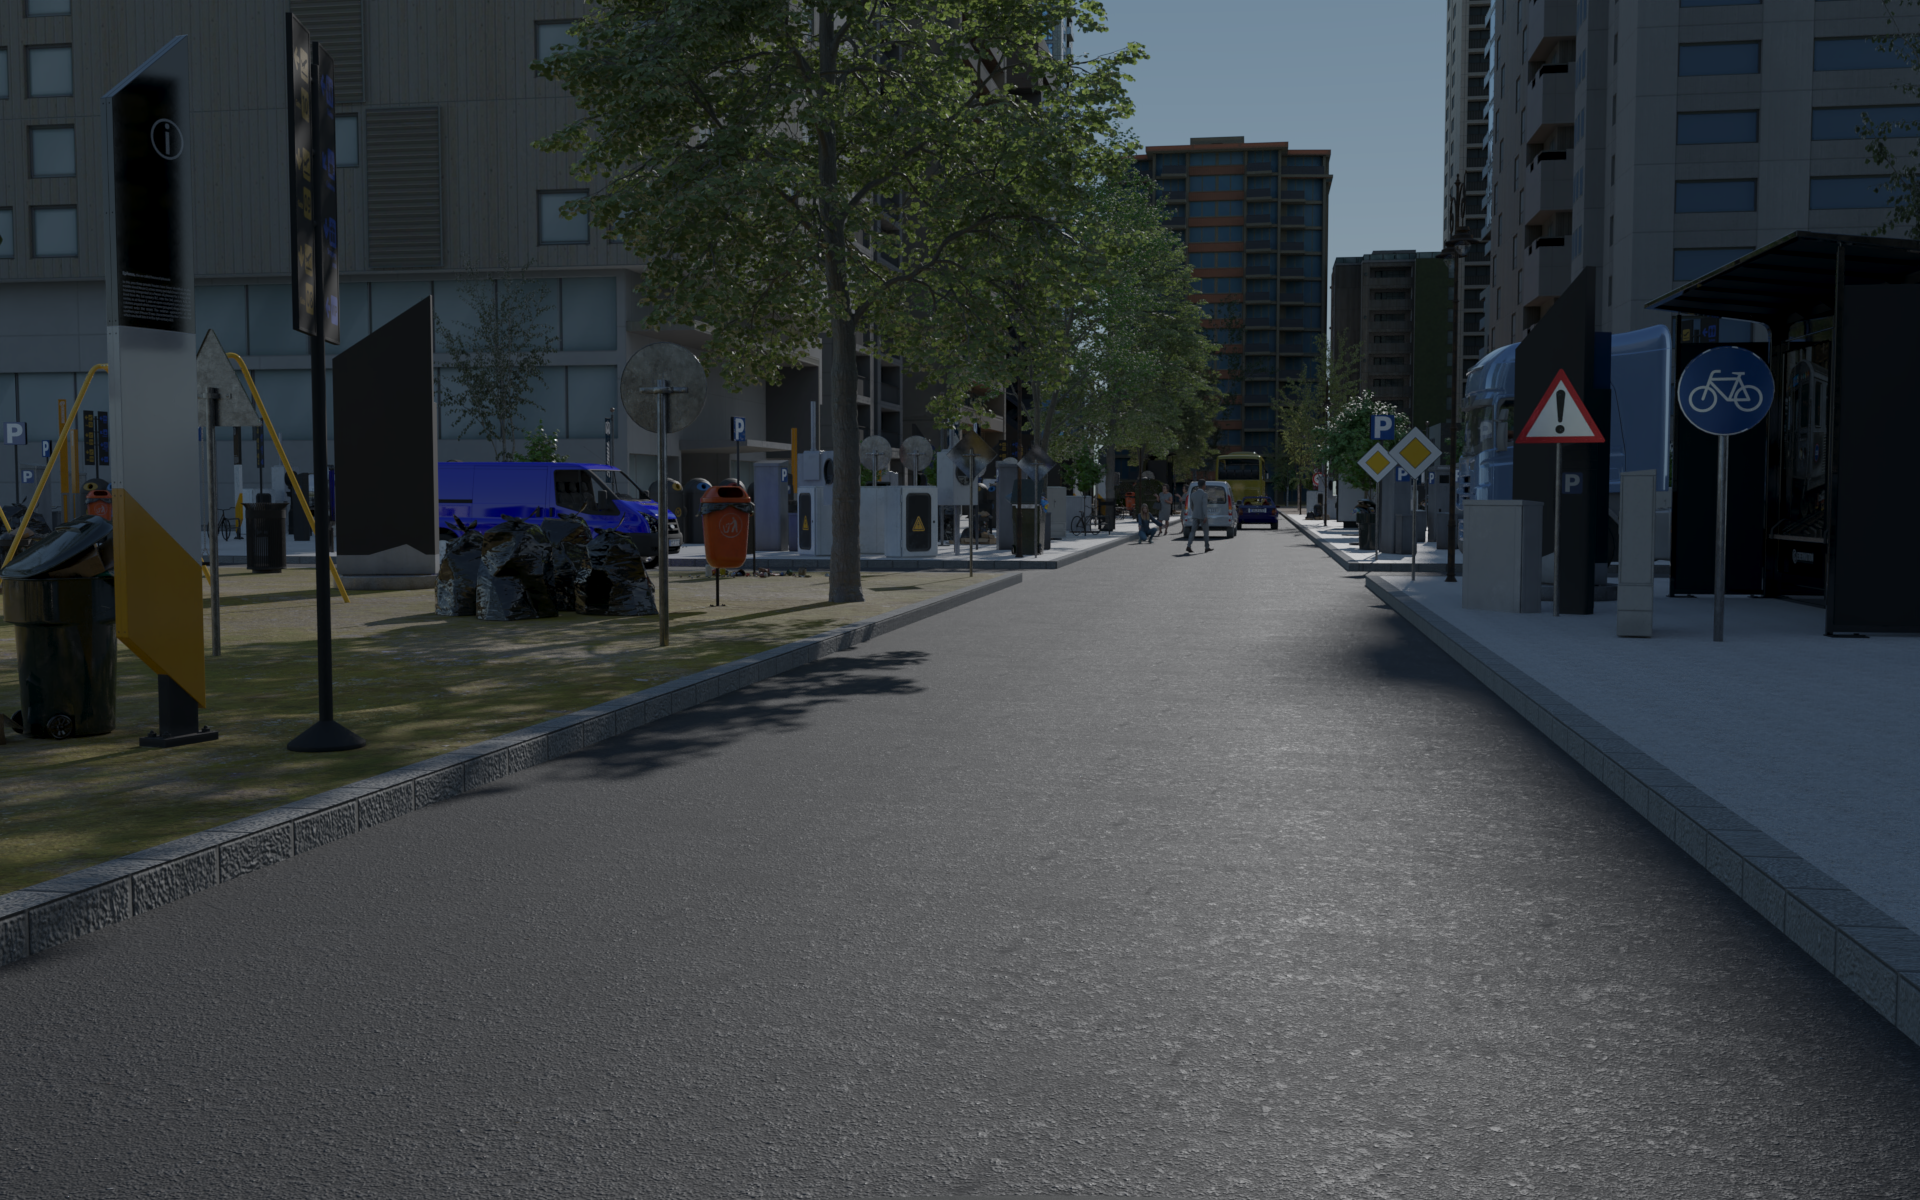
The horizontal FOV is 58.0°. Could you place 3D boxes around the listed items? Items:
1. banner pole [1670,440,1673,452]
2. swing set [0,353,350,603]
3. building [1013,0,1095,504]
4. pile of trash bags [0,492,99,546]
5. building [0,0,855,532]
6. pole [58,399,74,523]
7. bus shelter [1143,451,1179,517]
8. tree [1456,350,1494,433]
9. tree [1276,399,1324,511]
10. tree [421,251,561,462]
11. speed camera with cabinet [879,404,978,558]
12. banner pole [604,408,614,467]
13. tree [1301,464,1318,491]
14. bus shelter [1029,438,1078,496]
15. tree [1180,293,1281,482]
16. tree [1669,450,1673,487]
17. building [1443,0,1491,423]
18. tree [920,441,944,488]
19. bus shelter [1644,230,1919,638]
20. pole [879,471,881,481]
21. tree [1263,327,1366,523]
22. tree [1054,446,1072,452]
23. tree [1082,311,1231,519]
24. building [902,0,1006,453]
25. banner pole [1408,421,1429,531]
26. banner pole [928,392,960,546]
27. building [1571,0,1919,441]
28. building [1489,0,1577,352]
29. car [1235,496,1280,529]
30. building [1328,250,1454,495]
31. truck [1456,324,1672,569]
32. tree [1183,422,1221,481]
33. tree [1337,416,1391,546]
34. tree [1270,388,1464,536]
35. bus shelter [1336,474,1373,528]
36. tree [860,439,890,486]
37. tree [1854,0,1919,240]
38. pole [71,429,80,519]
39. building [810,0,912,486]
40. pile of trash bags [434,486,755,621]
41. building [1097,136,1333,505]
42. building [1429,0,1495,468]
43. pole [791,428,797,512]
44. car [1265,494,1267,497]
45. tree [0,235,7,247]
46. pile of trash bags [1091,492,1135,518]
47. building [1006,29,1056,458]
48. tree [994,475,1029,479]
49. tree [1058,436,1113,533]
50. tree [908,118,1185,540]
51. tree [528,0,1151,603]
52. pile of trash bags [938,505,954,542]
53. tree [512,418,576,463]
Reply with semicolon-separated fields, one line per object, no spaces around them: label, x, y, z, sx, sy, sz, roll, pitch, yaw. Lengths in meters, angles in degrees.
banner pole;29.378;-4.948;70.922;0.863;3.779;0.401;3;5;45
swing set;-9.098;-1.369;20.005;3.119;2.851;2.862;3;4;36
building;1.297;-55.407;218.574;31.000;86.520;22.319;1;4;10
pile of trash bags;-21.226;-1.827;39.631;3.447;1.369;1.912;-3;4;-37
building;-19.791;-29.368;69.401;28.713;52.752;27.495;1;4;10
pole;-19.302;-2.660;37.326;0.158;3.312;0.155;0;3;0
bus shelter;11.422;-6.539;98.197;1.731;3.624;6.357;1;4;10
tree;26.615;-8.229;84.904;4.737;8.622;4.395;0;3;0
tree;26.395;-11.231;133.984;4.360;8.622;3.978;0;3;0
tree;-13.772;-6.189;51.552;4.360;8.622;3.978;0;3;0
speed camera with cabinet;-0.576;-2.506;35.303;2.038;3.252;0.660;-3;5;-40
banner pole;-10.120;-3.676;50.113;0.401;3.779;0.863;0;4;8
tree;22.553;-7.036;109.641;1.663;3.219;1.824;0;3;0
bus shelter;4.174;-5.063;74.059;1.731;3.624;6.357;1;4;9
tree;23.321;-18.832;163.789;12.611;20.169;13.585;0;3;0
tree;27.800;-4.491;68.026;1.663;3.219;1.824;0;3;0
building;69.405;-47.033;207.246;20.611;71.187;20.563;1;4;10
tree;-0.553;-4.115;61.879;1.663;3.219;1.824;0;3;0
bus shelter;8.806;-1.657;18.382;1.731;3.624;6.357;1;4;10
pole;-3.059;-4.361;65.149;0.158;3.312;0.155;0;3;0
tree;16.119;-7.734;76.806;4.737;8.622;4.395;0;3;0
tree;6.581;-7.431;105.215;4.285;4.588;4.351;0;3;0
tree;9.295;-9.401;88.111;7.601;10.594;8.767;3;4;36
building;-8.751;-30.563;123.408;21.300;48.544;21.600;1;4;10
banner pole;15.880;-4.270;59.838;0.863;3.779;0.401;1;4;8
banner pole;-0.280;-3.220;42.662;0.401;3.779;0.863;3;5;44
building;42.803;-33.428;88.551;21.231;58.520;28.212;1;4;10
building;51.816;-32.325;117.755;28.713;52.752;27.495;1;4;10
car;12.241;-3.604;71.499;1.945;1.354;3.894;1;4;9
building;51.711;-26.685;207.998;14.107;30.474;14.160;1;4;10
truck;17.001;-2.314;27.595;18.799;4.110;2.967;1;4;9
tree;24.749;-13.752;175.204;4.360;8.622;3.978;0;3;0
tree;10.246;-2.986;43.429;1.663;3.219;1.824;0;3;0
tree;12.519;-4.240;53.034;4.285;4.588;4.351;0;3;0
bus shelter;14.624;-4.226;63.025;2.014;3.302;5.546;1;4;10
tree;-3.560;-4.085;61.394;1.663;3.219;1.824;0;3;0
tree;13.306;-4.383;22.028;4.360;8.622;3.978;0;3;0
pole;-27.884;-3.716;54.601;0.158;3.312;0.155;0;3;0
building;-16.371;-44.442;164.885;20.611;71.187;20.563;1;4;10
pile of trash bags;-3.880;-0.558;18.870;3.447;1.369;1.912;-2;4;-29
building;31.117;-34.290;215.272;28.867;44.769;22.147;1;4;10
building;53.594;-51.059;147.488;22.319;86.520;31.000;1;4;10
pole;-5.125;-3.653;53.573;0.158;3.312;0.155;0;3;0
car;19.752;-6.666;117.667;2.281;1.827;5.304;0;4;8
tree;-5.061;-1.341;5.645;4.285;4.588;4.351;0;3;0
pile of trash bags;7.752;-5.023;91.877;3.447;1.369;1.912;2;4;28
building;1.321;-31.546;165.883;14.200;45.320;14.600;1;4;10
tree;2.574;-5.424;83.289;1.663;3.219;1.824;0;3;0
tree;4.011;-3.848;57.510;1.663;3.219;1.824;0;3;0
tree;2.296;-7.474;47.962;9.928;11.665;9.643;0;3;0
tree;-1.773;-6.262;20.504;7.486;12.596;7.792;0;3;0
pile of trash bags;-1.007;-2.330;47.841;1.912;1.369;3.447;0;4;-8
tree;-10.544;-3.025;44.057;1.663;3.219;1.824;0;3;0
